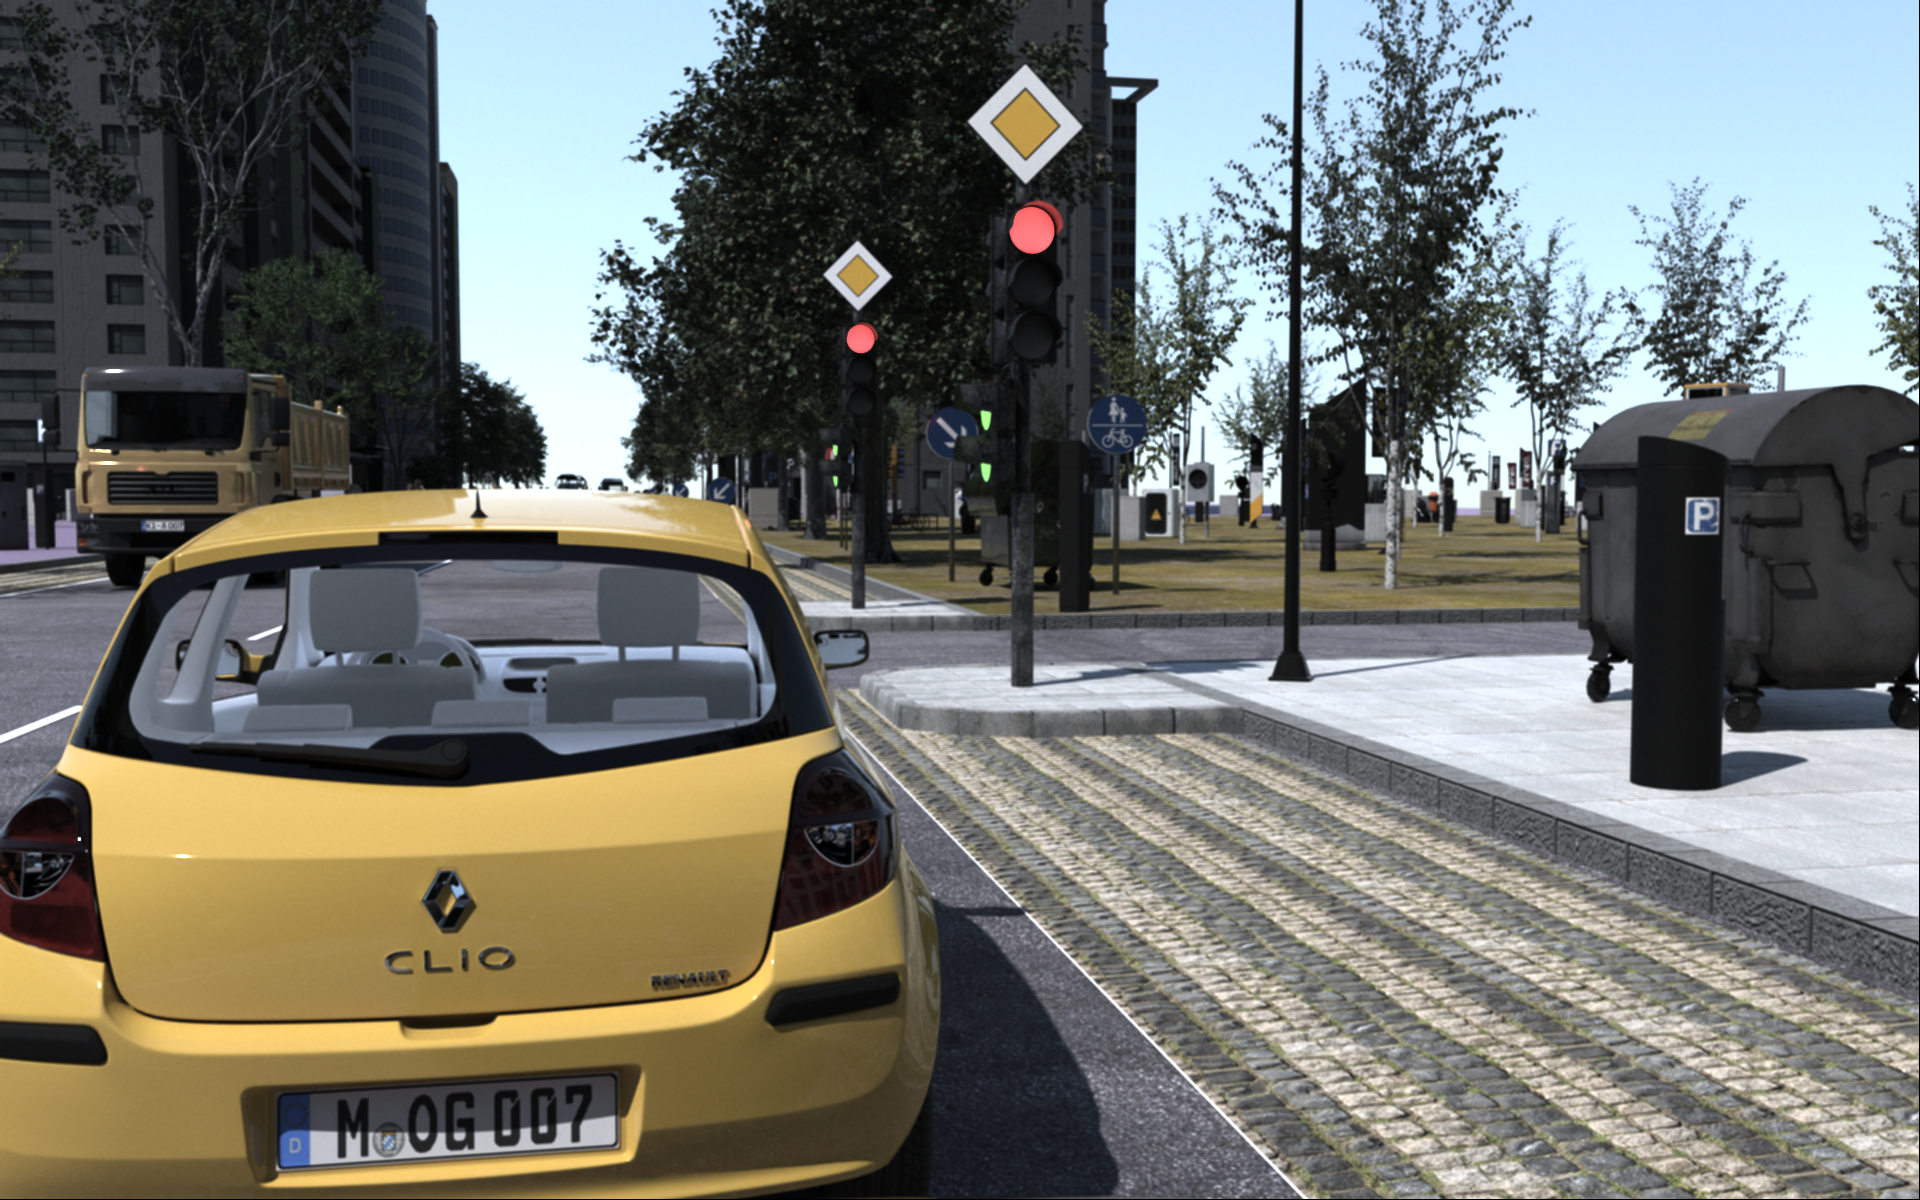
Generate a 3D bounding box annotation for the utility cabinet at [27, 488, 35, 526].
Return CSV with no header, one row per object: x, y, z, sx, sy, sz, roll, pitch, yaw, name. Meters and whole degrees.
-36.216,-3.642,68.224,1.173,1.500,0.318,2,4,28,utility cabinet

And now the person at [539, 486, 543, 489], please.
-20.566,-4.665,84.869,0.616,1.811,0.778,-3,4,-36,person

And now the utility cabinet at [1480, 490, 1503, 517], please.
29.558,-5.363,96.364,1.173,1.500,0.318,1,4,16,utility cabinet

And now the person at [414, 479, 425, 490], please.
-13.441,-2.094,42.985,0.600,1.795,0.529,3,5,42,person

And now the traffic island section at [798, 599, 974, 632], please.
-1.115,0.176,19.410,2.009,0.180,2.903,-1,4,-11,traffic island section

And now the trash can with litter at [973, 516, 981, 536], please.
1.631,-2.586,53.332,2.233,1.210,1.678,3,4,37,trash can with litter

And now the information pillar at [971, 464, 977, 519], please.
0.811,-6.075,90.676,0.504,3.616,0.183,0,4,5,information pillar

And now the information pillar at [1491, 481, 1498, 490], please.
30.633,-5.799,99.309,0.304,2.012,0.304,0,4,-7,information pillar

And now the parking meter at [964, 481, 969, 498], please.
0.352,-4.349,76.823,0.255,1.863,0.399,2,4,32,parking meter

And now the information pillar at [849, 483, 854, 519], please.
-5.613,-5.232,90.036,0.304,2.012,0.304,0,3,0,information pillar

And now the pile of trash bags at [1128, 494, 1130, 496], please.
8.517,-4.539,83.959,3.447,1.369,1.912,0,4,4,pile of trash bags

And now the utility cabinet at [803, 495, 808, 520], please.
-7.456,-4.677,87.627,1.020,1.237,0.306,-3,5,-44,utility cabinet

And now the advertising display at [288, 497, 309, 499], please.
-32.594,-4.903,85.374,0.974,1.923,0.123,-1,4,-11,advertising display

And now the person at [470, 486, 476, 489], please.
-17.116,-3.134,60.571,0.643,1.720,0.563,1,4,9,person

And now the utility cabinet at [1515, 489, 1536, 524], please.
23.926,-3.952,73.293,1.173,1.500,0.318,-3,5,-42,utility cabinet

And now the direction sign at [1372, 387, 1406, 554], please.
9.131,-2.749,36.937,0.876,3.537,0.379,-2,4,-26,direction sign

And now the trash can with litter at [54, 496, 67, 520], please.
-44.250,-4.560,85.617,1.678,1.210,2.233,1,4,16,trash can with litter

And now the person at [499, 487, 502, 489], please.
-20.927,-4.251,78.495,0.515,1.767,0.782,0,4,-1,person

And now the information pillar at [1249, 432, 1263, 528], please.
11.119,-4.503,64.986,0.504,3.616,0.183,2,4,28,information pillar

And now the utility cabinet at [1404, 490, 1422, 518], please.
24.133,-5.139,92.700,0.318,1.500,1.173,-3,5,-43,utility cabinet

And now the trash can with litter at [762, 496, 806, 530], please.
-6.358,-3.146,62.489,2.233,1.210,1.678,-3,5,-41,trash can with litter

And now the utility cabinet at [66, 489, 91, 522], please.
-40.486,-4.341,79.661,0.318,1.500,1.173,2,4,26,utility cabinet

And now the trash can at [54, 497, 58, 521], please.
-40.698,-4.017,77.339,0.748,1.137,0.748,0,3,0,trash can

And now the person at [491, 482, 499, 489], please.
-14.451,-2.793,54.355,0.592,1.802,0.473,1,4,18,person

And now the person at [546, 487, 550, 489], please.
-20.587,-4.745,86.427,0.374,1.781,0.599,2,4,33,person

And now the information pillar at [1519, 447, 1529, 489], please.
27.969,-5.783,85.903,0.504,3.616,0.183,3,5,41,information pillar

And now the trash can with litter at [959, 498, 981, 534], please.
0.500,-2.693,55.422,1.055,1.170,0.624,2,4,30,trash can with litter

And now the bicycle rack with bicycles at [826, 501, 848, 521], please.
-5.803,-4.300,83.682,2.925,0.926,2.852,-1,4,-18,bicycle rack with bicycles

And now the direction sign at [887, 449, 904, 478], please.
-3.222,-5.767,86.294,0.876,3.537,0.379,0,4,5,direction sign

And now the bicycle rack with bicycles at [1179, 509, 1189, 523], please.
8.757,-3.819,75.823,2.852,0.926,2.925,2,4,23,bicycle rack with bicycles

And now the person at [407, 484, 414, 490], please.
-18.298,-2.985,57.665,0.694,1.780,0.624,-2,4,-30,person

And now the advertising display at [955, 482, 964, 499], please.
-0.123,-5.142,89.278,0.123,1.923,0.974,-3,4,-36,advertising display

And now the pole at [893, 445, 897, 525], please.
-2.689,-4.752,71.535,0.158,3.312,0.155,0,3,0,pole

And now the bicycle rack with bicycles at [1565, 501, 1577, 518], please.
32.013,-4.867,92.953,2.925,0.926,2.852,2,4,31,bicycle rack with bicycles

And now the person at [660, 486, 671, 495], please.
-12.397,-3.926,73.178,0.782,1.767,0.515,1,4,12,person

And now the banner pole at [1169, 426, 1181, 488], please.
7.793,-4.469,63.091,0.401,3.779,0.863,-2,4,-24,banner pole

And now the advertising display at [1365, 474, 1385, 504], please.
13.395,-3.105,55.977,0.974,1.923,0.123,-3,5,-44,advertising display

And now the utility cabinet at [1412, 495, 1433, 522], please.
21.596,-4.251,80.673,1.020,1.237,0.306,-1,4,-16,utility cabinet

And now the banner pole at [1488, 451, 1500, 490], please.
30.742,-6.720,99.882,0.863,3.779,0.401,0,4,-2,banner pole

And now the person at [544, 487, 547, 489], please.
-26.316,-6.250,110.315,1.348,1.869,0.705,-2,4,-27,person

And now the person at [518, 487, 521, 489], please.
-23.353,-5.066,91.533,0.583,1.804,0.606,0,4,-5,person

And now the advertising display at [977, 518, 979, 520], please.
1.162,-4.865,84.760,0.123,1.923,0.974,-3,5,-40,advertising display

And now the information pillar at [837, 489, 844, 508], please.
-6.331,-6.111,91.275,0.183,3.616,0.504,-3,5,-42,information pillar

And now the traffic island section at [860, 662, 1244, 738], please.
0.439,0.655,11.578,2.009,0.180,2.903,-1,4,-11,traffic island section

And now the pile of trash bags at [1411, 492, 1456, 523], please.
21.146,-4.134,77.351,1.912,1.369,3.447,1,4,14,pile of trash bags

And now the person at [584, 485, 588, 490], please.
-14.261,-3.486,65.842,0.624,1.780,0.694,-3,5,-43,person

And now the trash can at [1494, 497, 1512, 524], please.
23.666,-3.906,75.524,0.748,1.137,0.748,0,3,0,trash can

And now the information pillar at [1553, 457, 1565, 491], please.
25.819,-5.093,74.622,0.504,3.616,0.183,1,4,21,information pillar

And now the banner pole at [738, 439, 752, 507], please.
-8.662,-4.849,69.304,0.863,3.779,0.401,2,4,27,banner pole

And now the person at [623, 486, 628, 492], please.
-16.073,-4.624,84.117,0.660,1.820,0.620,3,5,44,person

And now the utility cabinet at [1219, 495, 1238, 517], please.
15.187,-5.299,97.804,1.020,1.237,0.306,1,4,20,utility cabinet

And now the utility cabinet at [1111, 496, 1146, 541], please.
4.683,-2.262,48.140,1.020,1.237,0.306,3,5,44,utility cabinet

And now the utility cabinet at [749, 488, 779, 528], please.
-7.230,-3.398,64.237,1.173,1.500,0.318,-1,4,-16,utility cabinet

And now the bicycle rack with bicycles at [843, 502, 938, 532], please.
-2.135,-2.821,59.500,2.925,0.926,2.852,-1,4,-23,bicycle rack with bicycles

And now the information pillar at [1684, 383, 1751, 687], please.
5.065,-0.437,11.640,0.304,2.012,0.304,-3,4,-38,information pillar
